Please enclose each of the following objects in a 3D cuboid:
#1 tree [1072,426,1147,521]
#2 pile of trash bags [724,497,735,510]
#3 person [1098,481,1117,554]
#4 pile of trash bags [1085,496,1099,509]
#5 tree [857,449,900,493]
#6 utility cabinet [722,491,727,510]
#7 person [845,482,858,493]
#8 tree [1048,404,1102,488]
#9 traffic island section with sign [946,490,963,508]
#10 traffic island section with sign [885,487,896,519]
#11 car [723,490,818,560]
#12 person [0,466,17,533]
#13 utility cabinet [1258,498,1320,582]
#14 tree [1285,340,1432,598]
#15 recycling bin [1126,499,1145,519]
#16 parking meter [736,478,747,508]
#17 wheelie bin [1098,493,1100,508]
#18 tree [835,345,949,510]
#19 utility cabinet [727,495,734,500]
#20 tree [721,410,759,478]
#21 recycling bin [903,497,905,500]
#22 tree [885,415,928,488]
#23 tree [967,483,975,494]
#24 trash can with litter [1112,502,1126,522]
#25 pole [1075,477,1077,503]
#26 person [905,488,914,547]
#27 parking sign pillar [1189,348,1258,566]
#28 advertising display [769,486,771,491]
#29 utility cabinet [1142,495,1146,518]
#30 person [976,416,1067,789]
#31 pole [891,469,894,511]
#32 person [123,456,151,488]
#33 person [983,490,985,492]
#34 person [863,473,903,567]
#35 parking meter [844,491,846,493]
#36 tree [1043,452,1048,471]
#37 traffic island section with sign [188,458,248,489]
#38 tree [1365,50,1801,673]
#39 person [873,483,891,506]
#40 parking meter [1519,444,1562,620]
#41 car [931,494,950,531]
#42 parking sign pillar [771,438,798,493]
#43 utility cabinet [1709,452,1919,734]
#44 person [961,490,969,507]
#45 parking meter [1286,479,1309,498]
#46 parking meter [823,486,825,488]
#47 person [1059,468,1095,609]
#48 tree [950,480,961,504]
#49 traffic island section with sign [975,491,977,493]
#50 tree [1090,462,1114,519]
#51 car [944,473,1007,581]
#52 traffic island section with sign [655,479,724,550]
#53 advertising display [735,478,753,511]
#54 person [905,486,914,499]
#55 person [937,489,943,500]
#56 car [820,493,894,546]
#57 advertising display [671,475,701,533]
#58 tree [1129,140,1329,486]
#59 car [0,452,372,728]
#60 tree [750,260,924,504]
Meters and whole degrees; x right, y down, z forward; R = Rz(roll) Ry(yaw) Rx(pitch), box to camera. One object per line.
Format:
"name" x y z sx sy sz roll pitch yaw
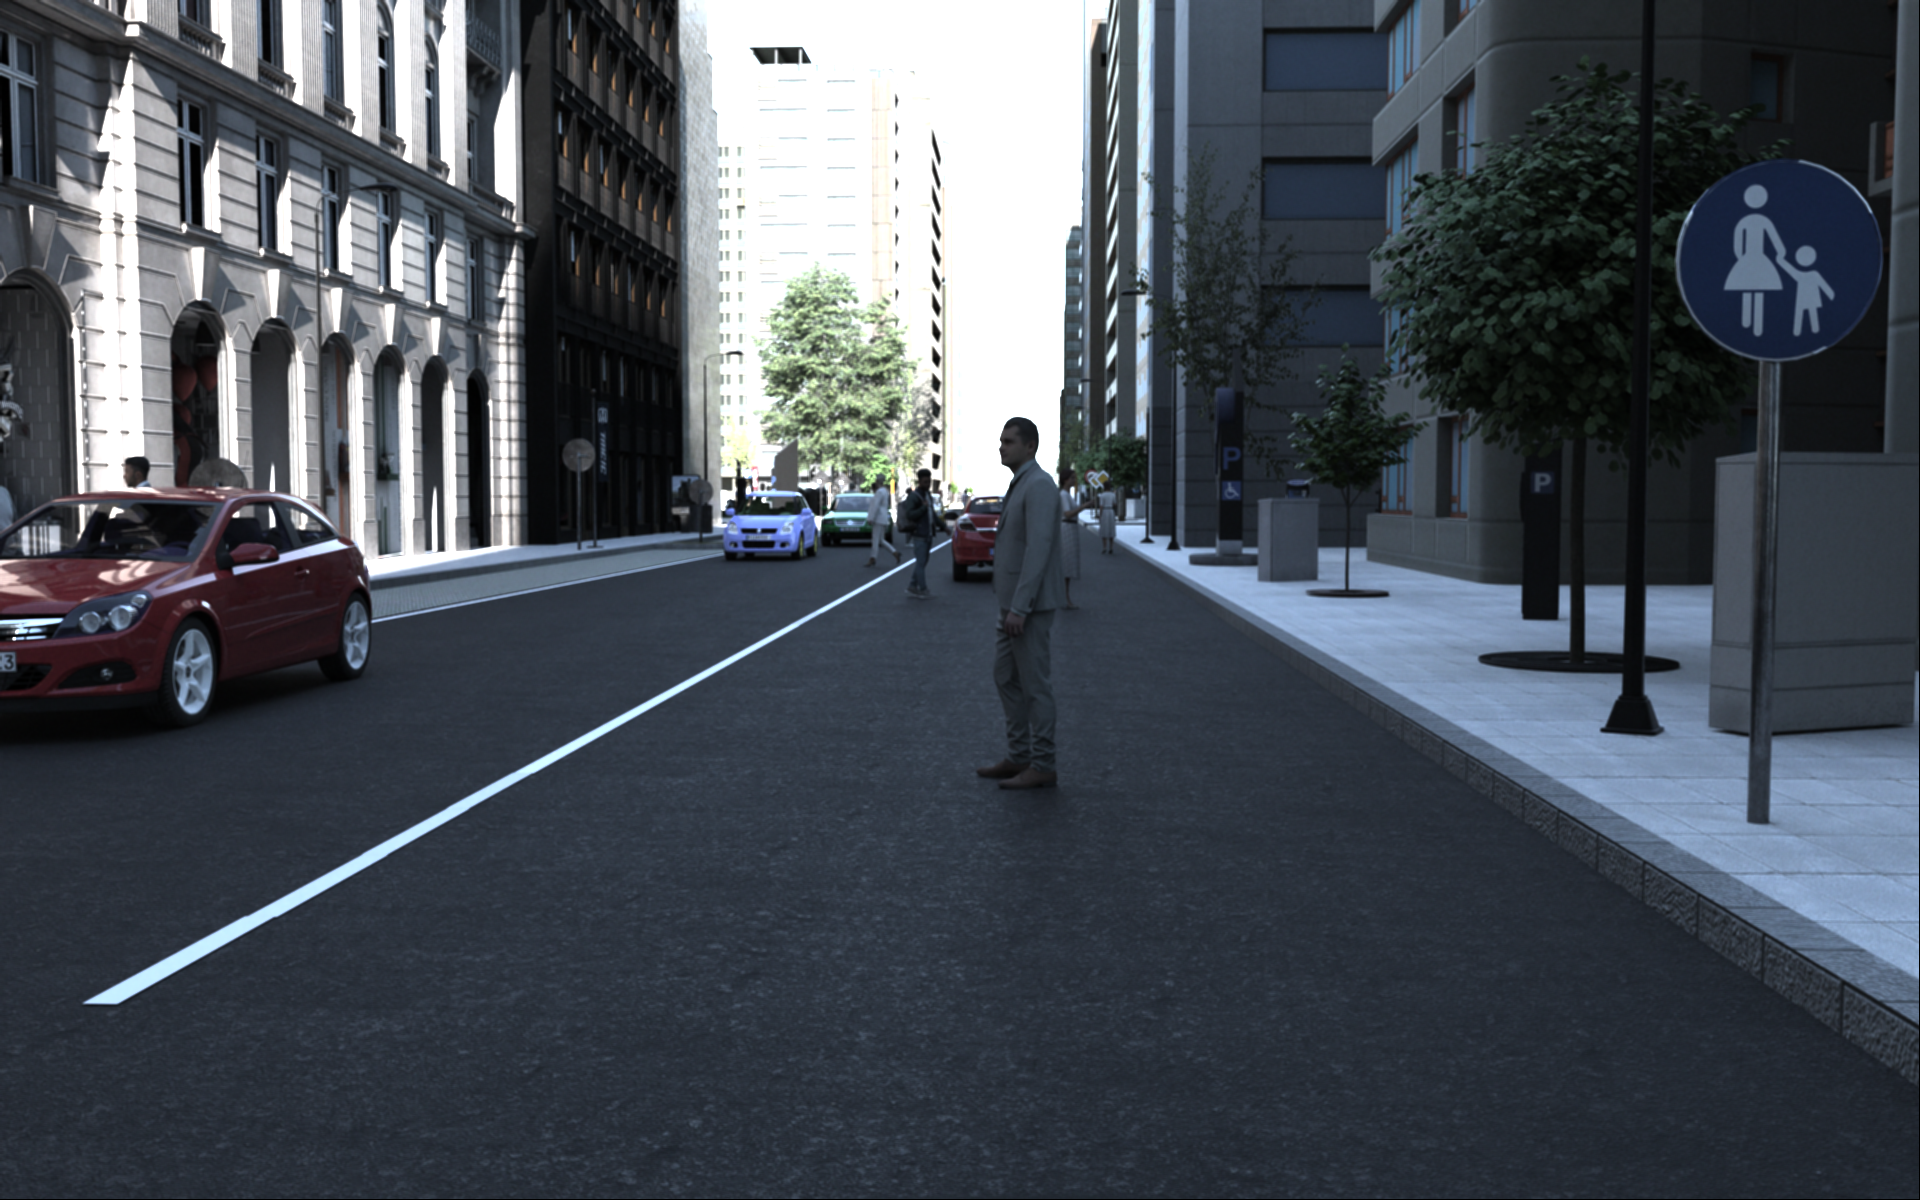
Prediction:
"tree" 7.968 -6.133 83.983 4.285 4.588 4.351 0 3 0
"pile of trash bags" -11.494 -5.266 95.846 3.447 1.369 1.912 0 4 4
"person" 3.536 -2.002 41.796 0.480 1.755 0.524 -1 4 -22
"pile of trash bags" 10.601 -8.498 148.694 1.912 1.369 3.447 -1 4 -21
"tree" -5.854 -8.191 117.633 4.285 4.588 4.351 0 3 0
"utility cabinet" -15.346 -6.332 112.202 0.318 1.500 1.173 -1 4 -19
"person" -3.683 -3.127 59.498 0.514 1.842 0.818 -2 4 -23
"tree" 9.837 -11.671 141.177 4.737 8.622 4.395 0 3 0
"traffic island section with sign" -1.026 -10.355 177.924 1.989 1.847 2.006 0 4 2
"traffic island section with sign" -4.369 -5.672 101.369 1.989 1.847 2.006 0 4 2
"car" -4.216 -1.785 38.772 1.945 1.707 3.694 0 4 3
"person" -7.631 -0.274 13.459 0.515 1.767 0.782 1 4 12
"utility cabinet" 4.853 -0.884 25.623 1.020 1.237 0.306 -3 4 -37
"tree" 4.867 -1.675 21.982 1.663 3.219 1.824 0 3 0
"recycling bin" 9.119 -4.738 90.016 0.722 1.027 0.722 -2 4 -33
"parking meter" -7.869 -3.470 62.453 0.255 1.863 0.399 1 4 17
"wheelie bin" 9.844 -6.772 118.634 0.693 1.594 0.980 2 4 30
"tree" -5.479 -13.976 138.880 12.009 13.543 11.850 0 3 0
"utility cabinet" -17.032 -7.053 126.476 1.020 1.237 0.306 -1 4 -10
"tree" -19.258 -12.250 150.646 4.737 8.622 4.395 0 3 0
"recycling bin" -4.615 -8.608 153.293 0.722 1.027 0.722 -2 4 -31
"tree" -4.611 -12.318 151.753 4.737 8.622 4.395 0 3 0
"tree" 1.740 -17.986 288.664 1.663 3.219 1.824 0 3 0
"trash can with litter" 7.146 -4.205 80.135 1.055 1.170 0.624 -2 4 -29
"pole" 7.950 -7.642 118.788 0.158 3.312 0.155 0 3 0
"person" -1.378 -2.244 46.997 0.330 1.601 0.589 0 4 7
"parking sign pillar" 4.899 -2.629 31.453 1.447 3.967 1.447 0 4 6
"advertising display" -15.085 -8.222 139.636 0.123 1.923 0.974 2 4 31
"utility cabinet" 10.372 -5.064 93.963 1.020 1.237 0.306 0 4 -6
"person" 0.330 0.005 8.511 0.391 1.810 0.635 -1 4 -11
"pole" -5.053 -8.304 129.612 0.158 3.312 0.155 0 3 0
"person" -7.677 -0.465 16.369 0.850 1.792 0.678 -2 4 -27
"person" 2.449 -10.447 179.322 0.705 1.822 1.348 2 4 29
"person" -1.524 -1.583 34.265 0.818 1.842 0.514 -1 4 -10
"parking meter" -8.206 -7.140 125.143 0.372 1.533 0.369 0 3 0
"tree" 13.500 -17.569 237.614 4.737 8.622 4.395 0 3 0
"traffic island section with sign" -8.012 -0.582 18.149 1.989 1.847 2.006 0 4 2
"tree" 4.753 -1.789 12.967 4.285 4.588 4.351 0 3 0
"person" -2.556 -2.885 55.851 0.592 1.802 0.473 3 5 44
"parking meter" 5.924 -0.734 17.704 0.399 1.863 0.255 1 4 17
"car" -1.387 -3.527 67.885 2.015 1.641 3.980 0 4 1
"parking sign pillar" -8.414 -5.793 83.195 1.447 3.967 1.447 -3 5 -40
"utility cabinet" 4.649 -0.046 9.425 1.173 1.500 0.318 -1 4 -21
"person" 0.360 -6.204 110.771 0.563 1.720 0.643 0 4 7
"parking meter" 5.548 -1.228 28.486 0.372 1.533 0.369 0 3 0
"parking meter" -8.879 -6.467 111.439 0.399 1.863 0.255 0 4 2
"person" 1.441 -0.773 21.710 0.524 1.755 0.480 0 4 6
"tree" -0.935 -14.463 231.064 1.663 3.219 1.824 0 3 0
"traffic island section with sign" 3.794 -17.100 288.206 1.989 1.847 2.006 0 4 2
"tree" 7.421 -5.803 89.473 1.663 3.219 1.824 0 3 0
"car" 0.783 -1.285 30.056 2.155 1.783 4.494 0 4 1
"traffic island section with sign" -6.821 -2.245 45.329 1.989 1.847 2.006 0 4 2
"advertising display" -8.589 -3.896 68.905 0.974 1.923 0.123 3 5 42
"person" -2.541 -4.949 89.264 0.661 1.843 0.795 -2 4 -31
"person" -1.703 -8.475 147.042 0.580 1.828 0.573 1 4 16
"car" -2.898 -2.473 49.232 1.959 1.807 4.718 0 4 2
"advertising display" -9.043 -3.177 57.151 0.974 1.923 0.123 0 4 -4
"tree" 5.497 -5.248 36.170 4.360 8.622 3.978 0 3 0
"car" -5.581 -0.180 11.978 2.155 1.783 4.494 0 4 1
"tree" -6.765 -11.464 94.097 9.857 13.997 8.962 0 3 0
